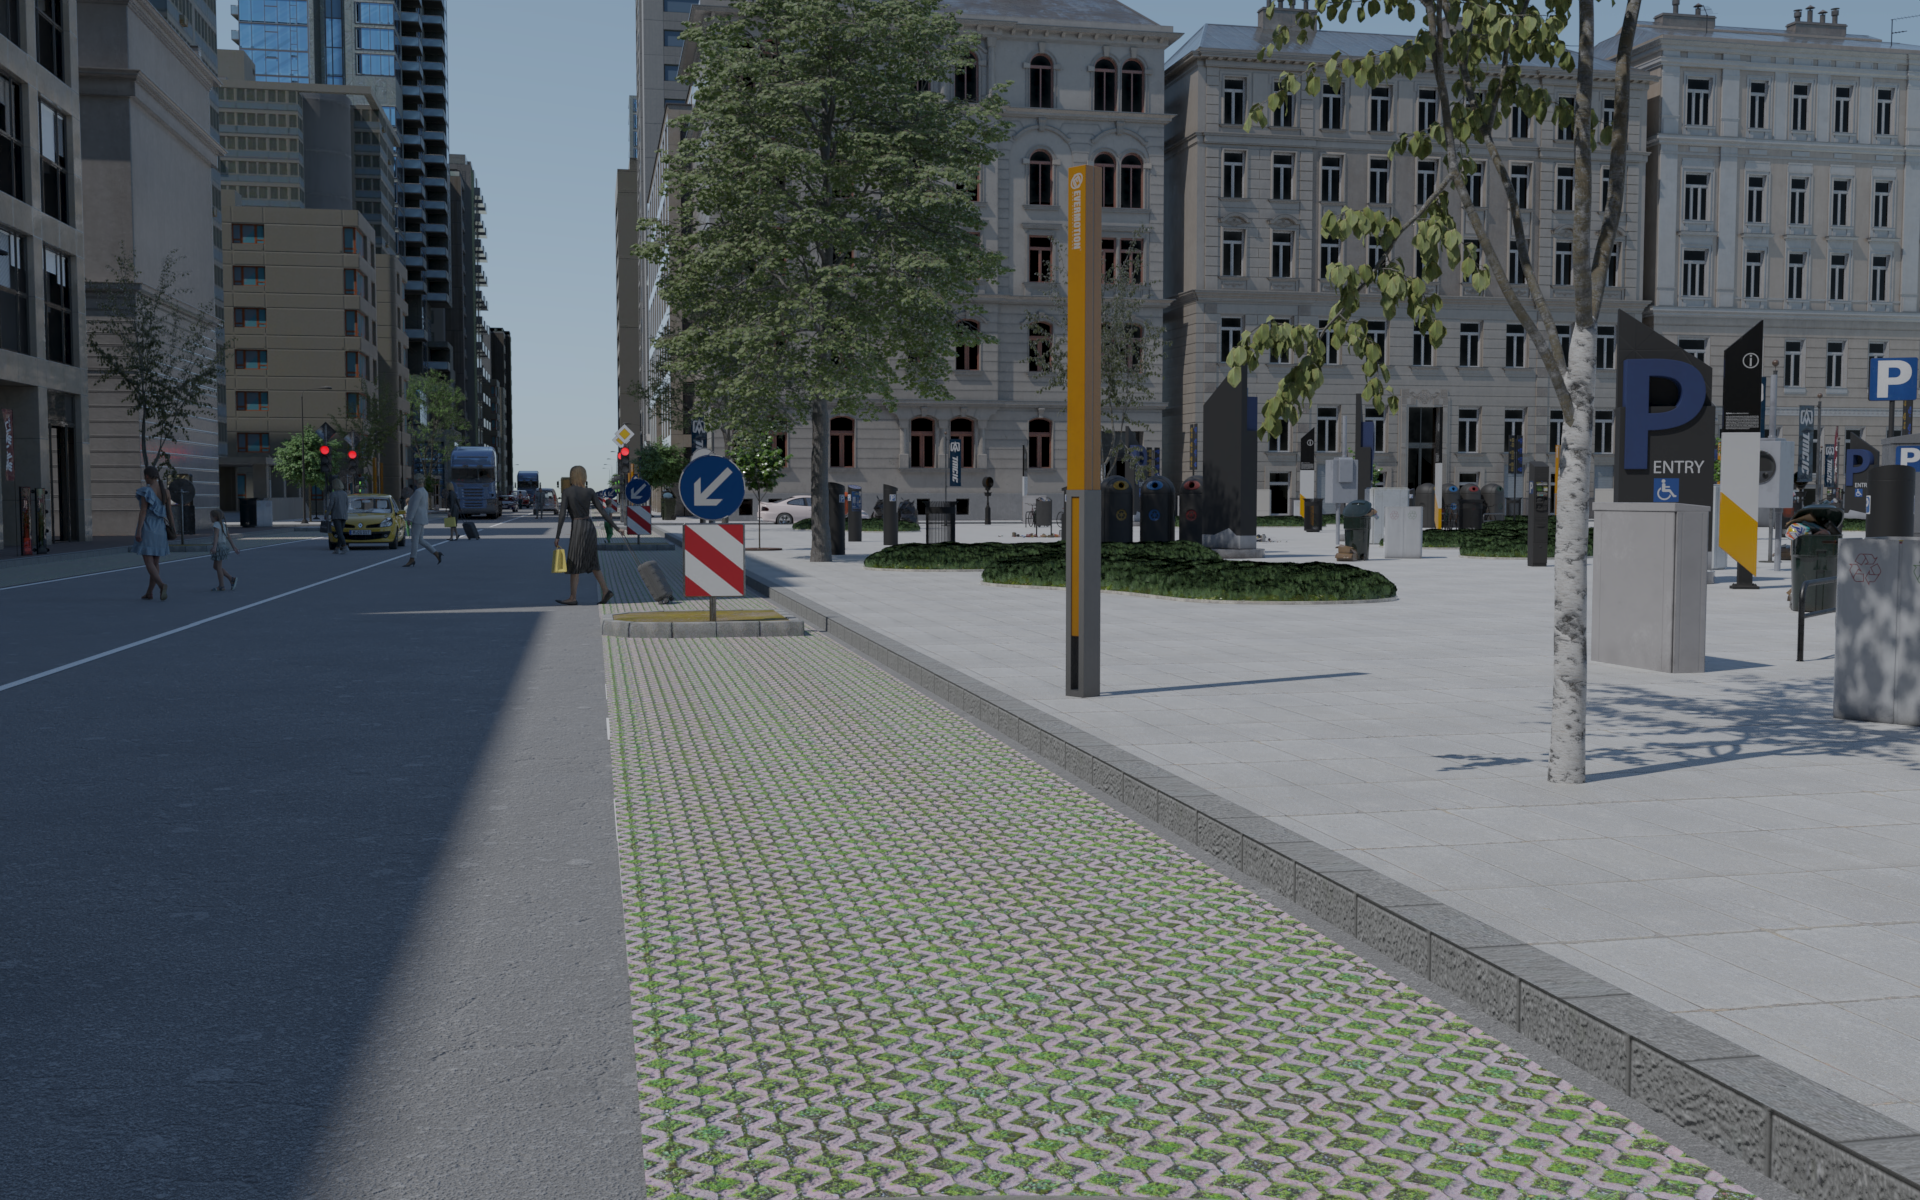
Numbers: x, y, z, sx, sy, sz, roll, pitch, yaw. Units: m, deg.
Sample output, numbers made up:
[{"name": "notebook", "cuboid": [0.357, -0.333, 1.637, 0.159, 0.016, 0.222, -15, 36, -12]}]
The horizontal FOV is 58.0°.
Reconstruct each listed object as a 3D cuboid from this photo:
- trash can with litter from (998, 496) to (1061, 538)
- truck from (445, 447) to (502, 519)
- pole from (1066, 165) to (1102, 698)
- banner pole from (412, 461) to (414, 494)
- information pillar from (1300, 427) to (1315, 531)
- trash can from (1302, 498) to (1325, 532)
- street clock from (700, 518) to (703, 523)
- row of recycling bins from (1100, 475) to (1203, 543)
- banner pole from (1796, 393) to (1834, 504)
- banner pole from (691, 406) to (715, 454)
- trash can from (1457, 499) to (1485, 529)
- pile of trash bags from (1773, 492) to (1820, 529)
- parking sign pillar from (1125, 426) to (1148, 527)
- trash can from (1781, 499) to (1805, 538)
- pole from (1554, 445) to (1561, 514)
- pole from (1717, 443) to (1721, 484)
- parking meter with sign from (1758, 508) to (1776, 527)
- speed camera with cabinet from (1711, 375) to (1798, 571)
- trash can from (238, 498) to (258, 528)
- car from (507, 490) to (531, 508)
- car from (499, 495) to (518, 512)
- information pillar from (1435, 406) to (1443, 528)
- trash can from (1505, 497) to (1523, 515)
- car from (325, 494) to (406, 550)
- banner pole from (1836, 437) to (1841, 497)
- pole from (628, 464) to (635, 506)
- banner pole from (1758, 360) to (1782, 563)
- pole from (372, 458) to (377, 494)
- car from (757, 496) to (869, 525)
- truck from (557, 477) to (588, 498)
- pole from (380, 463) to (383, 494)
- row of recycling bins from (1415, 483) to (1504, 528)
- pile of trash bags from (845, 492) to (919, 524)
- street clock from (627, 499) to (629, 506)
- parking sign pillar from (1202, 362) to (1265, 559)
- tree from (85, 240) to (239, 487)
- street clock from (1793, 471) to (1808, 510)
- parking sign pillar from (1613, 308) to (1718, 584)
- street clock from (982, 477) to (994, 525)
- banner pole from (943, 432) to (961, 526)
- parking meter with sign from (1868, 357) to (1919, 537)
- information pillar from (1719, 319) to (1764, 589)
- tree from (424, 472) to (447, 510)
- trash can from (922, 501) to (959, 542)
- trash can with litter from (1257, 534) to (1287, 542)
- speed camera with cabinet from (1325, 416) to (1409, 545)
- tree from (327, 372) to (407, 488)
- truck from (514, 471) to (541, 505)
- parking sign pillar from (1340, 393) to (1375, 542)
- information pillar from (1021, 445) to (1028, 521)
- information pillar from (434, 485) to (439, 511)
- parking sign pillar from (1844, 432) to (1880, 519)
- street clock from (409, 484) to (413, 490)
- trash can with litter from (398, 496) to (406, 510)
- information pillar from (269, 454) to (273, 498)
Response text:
[{"name": "trash can with litter", "cuboid": [2.214, -2.478, 51.576, 2.233, 1.210, 1.678, 2, 4, 33]}, {"name": "truck", "cuboid": [-28.994, -7.000, 104.210, 2.967, 4.110, 18.799, -1, 4, -14]}, {"name": "pole", "cuboid": [0.780, -1.043, 10.900, 0.158, 3.312, 0.155, 0, 3, 0]}, {"name": "banner pole", "cuboid": [-41.252, -8.600, 130.624, 0.401, 3.779, 0.863, -2, 4, -25]}, {"name": "information pillar", "cuboid": [12.099, -4.216, 60.292, 0.504, 3.616, 0.183, 0, 4, 7]}, {"name": "trash can", "cuboid": [11.869, -2.847, 58.198, 0.748, 1.137, 0.748, 0, 3, 0]}, {"name": "street clock", "cuboid": [-7.178, -2.676, 48.330, 0.358, 2.002, 0.471, -1, 4, -8]}, {"name": "row of recycling bins", "cuboid": [4.763, -1.907, 38.295, 3.534, 1.692, 1.069, 1, 4, 17]}, {"name": "banner pole", "cuboid": [21.112, -3.240, 42.997, 0.863, 3.779, 0.401, -1, 4, -18]}, {"name": "banner pole", "cuboid": [-7.214, -3.610, 49.040, 0.863, 3.779, 0.401, -2, 4, -23]}, {"name": "trash can", "cuboid": [13.856, -2.163, 47.014, 0.748, 1.137, 0.748, 0, 3, 0]}, {"name": "pile of trash bags", "cuboid": [30.564, -3.256, 62.984, 1.912, 1.369, 3.447, 3, 5, 41]}, {"name": "parking sign pillar", "cuboid": [7.035, -4.930, 69.072, 1.447, 3.967, 1.447, 2, 4, 30]}, {"name": "trash can", "cuboid": [24.453, -2.406, 50.994, 0.748, 1.137, 0.748, 0, 3, 0]}, {"name": "pole", "cuboid": [24.921, -4.794, 72.219, 0.158, 3.312, 0.155, 0, 3, 0]}, {"name": "pole", "cuboid": [30.021, -4.561, 68.415, 0.158, 3.312, 0.155, 0, 3, 0]}, {"name": "parking meter with sign", "cuboid": [31.095, -4.311, 66.742, 1.738, 3.016, 0.543, 1, 4, 21]}, {"name": "speed camera with cabinet", "cuboid": [12.890, -2.131, 29.181, 0.660, 3.252, 2.038, -3, 5, -41]}, {"name": "trash can", "cuboid": [-27.175, -3.332, 66.129, 0.748, 1.137, 0.748, 0, 3, 0]}, {"name": "car", "cuboid": [-44.397, -10.134, 174.370, 2.281, 1.827, 5.304, -1, 4, -14]}, {"name": "car", "cuboid": [-36.381, -7.714, 138.703, 1.945, 1.354, 3.894, -1, 4, -10]}, {"name": "information pillar", "cuboid": [12.861, -3.374, 46.519, 0.183, 3.616, 0.504, 0, 4, 4]}, {"name": "trash can", "cuboid": [23.377, -3.761, 73.145, 0.748, 1.137, 0.748, 0, 3, 0]}, {"name": "car", "cuboid": [-15.704, -2.183, 45.910, 2.015, 1.641, 3.980, -1, 4, -13]}, {"name": "banner pole", "cuboid": [38.385, -5.270, 76.179, 0.863, 3.779, 0.401, 0, 4, -5]}, {"name": "pole", "cuboid": [-22.095, -7.529, 116.949, 0.158, 3.312, 0.155, 0, 3, 0]}, {"name": "banner pole", "cuboid": [15.021, -2.599, 32.509, 0.401, 3.779, 0.863, -3, 5, -43]}, {"name": "pole", "cuboid": [-32.775, -6.311, 97.021, 0.158, 3.312, 0.155, 0, 3, 0]}, {"name": "car", "cuboid": [-6.331, -3.817, 74.765, 4.827, 1.381, 2.083, -1, 4, -12]}, {"name": "truck", "cuboid": [-43.319, -12.100, 193.765, 3.469, 3.379, 9.791, -1, 4, -13]}, {"name": "pole", "cuboid": [-37.682, -7.278, 112.833, 0.158, 3.312, 0.155, 0, 3, 0]}, {"name": "row of recycling bins", "cuboid": [19.015, -3.603, 66.016, 3.534, 1.692, 1.069, -1, 4, -13]}, {"name": "pile of trash bags", "cuboid": [-3.318, -3.671, 69.768, 3.447, 1.369, 1.912, 0, 4, 4]}, {"name": "street clock", "cuboid": [-27.462, -8.476, 143.157, 0.471, 2.002, 0.358, -1, 4, -10]}, {"name": "parking sign pillar", "cuboid": [5.439, -2.841, 34.917, 1.447, 3.967, 1.447, -2, 4, -27]}, {"name": "tree", "cuboid": [-23.823, -6.170, 51.238, 4.360, 8.622, 3.978, 0, 3, 0]}, {"name": "street clock", "cuboid": [26.096, -3.010, 53.784, 0.471, 2.002, 0.358, 2, 4, 32]}, {"name": "parking sign pillar", "cuboid": [10.181, -2.237, 25.044, 1.447, 3.967, 1.447, 1, 4, 11]}, {"name": "street clock", "cuboid": [1.163, -4.139, 72.239, 0.358, 2.002, 0.471, 3, 5, 45]}, {"name": "banner pole", "cuboid": [-0.344, -4.856, 69.413, 0.863, 3.779, 0.401, 1, 4, 11]}, {"name": "parking meter with sign", "cuboid": [11.661, -1.540, 21.432, 0.543, 3.016, 1.738, 1, 4, 19]}, {"name": "information pillar", "cuboid": [10.520, -1.955, 23.311, 0.504, 3.616, 0.183, 1, 4, 10]}, {"name": "tree", "cuboid": [-42.389, -8.776, 138.088, 1.663, 3.219, 1.824, 0, 3, 0]}, {"name": "trash can", "cuboid": [-0.392, -1.430, 35.028, 0.748, 1.137, 0.748, 0, 3, 0]}, {"name": "trash can with litter", "cuboid": [8.052, -2.384, 50.042, 2.233, 1.210, 1.678, -3, 5, -41]}, {"name": "speed camera with cabinet", "cuboid": [10.373, -3.045, 44.115, 2.038, 3.252, 0.660, -1, 4, -9]}, {"name": "tree", "cuboid": [-35.282, -9.381, 103.749, 4.737, 8.622, 4.395, 0, 3, 0]}, {"name": "truck", "cuboid": [-50.983, -13.195, 205.499, 2.967, 4.110, 18.799, -1, 4, -12]}, {"name": "parking sign pillar", "cuboid": [10.964, -3.579, 46.992, 1.447, 3.967, 1.447, 1, 4, 16]}, {"name": "information pillar", "cuboid": [3.080, -5.554, 82.162, 0.183, 3.616, 0.504, 1, 4, 22]}, {"name": "information pillar", "cuboid": [-40.453, -7.910, 133.813, 0.304, 2.012, 0.304, -3, 5, -42]}, {"name": "parking sign pillar", "cuboid": [38.908, -5.274, 74.707, 1.447, 3.967, 1.447, -2, 4, -28]}, {"name": "street clock", "cuboid": [-40.500, -7.538, 127.824, 0.358, 2.002, 0.471, -1, 4, -14]}, {"name": "trash can with litter", "cuboid": [-37.407, -6.468, 117.141, 0.624, 1.170, 1.055, 2, 4, 29]}, {"name": "information pillar", "cuboid": [-40.379, -6.754, 101.789, 0.504, 3.616, 0.183, 2, 4, 24]}]
